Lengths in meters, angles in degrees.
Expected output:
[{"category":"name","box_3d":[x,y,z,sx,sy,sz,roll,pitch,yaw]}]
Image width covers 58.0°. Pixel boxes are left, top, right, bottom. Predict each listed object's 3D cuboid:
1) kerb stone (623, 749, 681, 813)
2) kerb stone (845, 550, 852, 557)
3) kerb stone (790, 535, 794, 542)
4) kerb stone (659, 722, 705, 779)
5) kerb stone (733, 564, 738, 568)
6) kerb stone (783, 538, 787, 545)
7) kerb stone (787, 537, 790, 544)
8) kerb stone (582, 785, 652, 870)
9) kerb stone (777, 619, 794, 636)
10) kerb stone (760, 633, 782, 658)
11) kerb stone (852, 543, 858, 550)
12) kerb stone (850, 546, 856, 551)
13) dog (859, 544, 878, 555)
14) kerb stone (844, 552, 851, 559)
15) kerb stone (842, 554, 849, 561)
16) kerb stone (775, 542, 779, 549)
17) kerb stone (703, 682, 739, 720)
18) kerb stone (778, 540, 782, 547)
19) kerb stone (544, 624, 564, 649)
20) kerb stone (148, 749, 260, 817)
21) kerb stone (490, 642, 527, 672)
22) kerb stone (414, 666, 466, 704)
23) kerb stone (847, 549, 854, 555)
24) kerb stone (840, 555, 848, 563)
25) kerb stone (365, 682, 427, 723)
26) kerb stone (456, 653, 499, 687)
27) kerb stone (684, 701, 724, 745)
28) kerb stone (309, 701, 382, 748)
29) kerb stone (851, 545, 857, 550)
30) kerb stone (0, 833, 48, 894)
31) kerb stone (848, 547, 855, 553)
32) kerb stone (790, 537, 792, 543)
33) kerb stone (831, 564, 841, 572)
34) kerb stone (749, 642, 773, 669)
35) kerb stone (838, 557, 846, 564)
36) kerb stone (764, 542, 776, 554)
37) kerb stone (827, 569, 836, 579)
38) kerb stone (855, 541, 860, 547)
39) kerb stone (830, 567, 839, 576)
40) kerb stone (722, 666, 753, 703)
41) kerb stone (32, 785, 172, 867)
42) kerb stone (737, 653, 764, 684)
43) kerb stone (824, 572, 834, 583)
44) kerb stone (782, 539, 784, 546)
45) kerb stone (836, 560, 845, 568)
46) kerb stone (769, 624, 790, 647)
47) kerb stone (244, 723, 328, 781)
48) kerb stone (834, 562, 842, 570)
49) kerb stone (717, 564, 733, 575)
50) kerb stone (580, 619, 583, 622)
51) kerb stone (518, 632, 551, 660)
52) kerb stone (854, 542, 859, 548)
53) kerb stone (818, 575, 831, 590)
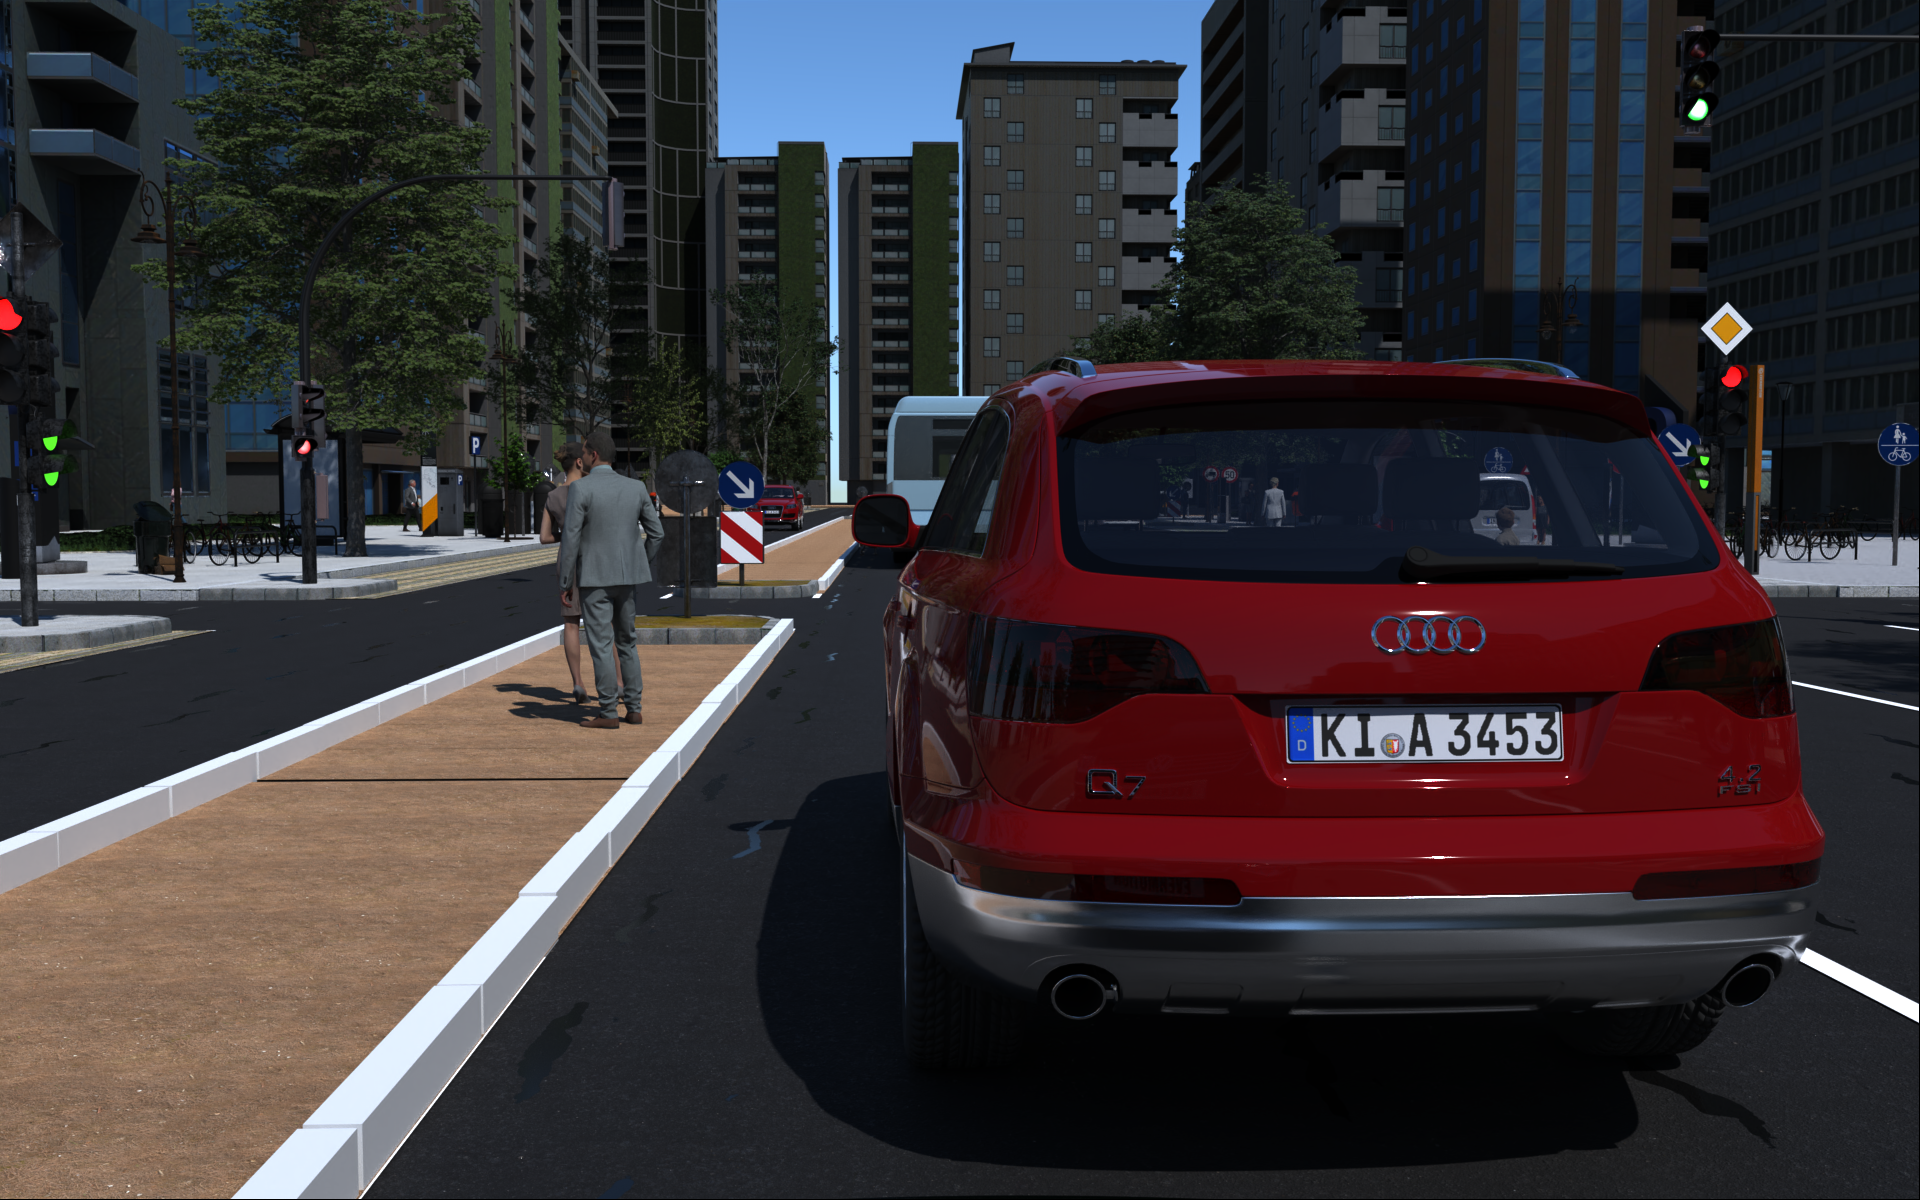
[{"category":"kerb stone","box_3d":[-1.445,0.861,8.118,0.120,0.150,1.000,0,4,-2]},{"category":"kerb stone","box_3d":[-2.455,-0.925,37.371,0.120,0.150,1.000,0,4,-2]},{"category":"kerb stone","box_3d":[-5.019,-1.740,50.648,0.120,0.150,1.000,0,4,-2]},{"category":"kerb stone","box_3d":[-1.474,0.800,9.142,0.120,0.150,1.000,0,4,-2]},{"category":"kerb stone","box_3d":[-4.413,-0.669,33.218,0.120,0.150,1.000,0,4,-2]},{"category":"kerb stone","box_3d":[-4.912,-1.552,47.580,0.120,0.150,1.000,0,4,-2]},{"category":"kerb stone","box_3d":[-4.943,-1.615,48.605,0.120,0.150,1.000,0,4,-2]},{"category":"kerb stone","box_3d":[-1.407,0.928,7.097,0.120,0.150,1.000,0,4,-2]},{"category":"kerb stone","box_3d":[-1.757,0.298,17.324,0.120,0.150,1.000,0,4,-2]},{"category":"kerb stone","box_3d":[-1.690,0.424,15.277,0.120,0.150,1.000,0,4,-2]},{"category":"kerb stone","box_3d":[-2.640,-1.241,42.511,0.120,0.150,1.000,0,4,-2]},{"category":"kerb stone","box_3d":[-2.564,-1.117,40.464,0.120,0.150,1.000,0,4,-2]},{"category":"dog","box_3d":[-2.147,-1.325,40.952,0.540,0.507,0.406,-3,5,-42]},{"category":"kerb stone","box_3d":[-2.423,-0.865,36.346,0.120,0.150,1.000,0,4,-2]},{"category":"kerb stone","box_3d":[-2.392,-0.803,35.324,0.120,0.150,1.000,0,4,-2]},{"category":"kerb stone","box_3d":[-4.808,-1.359,44.497,0.120,0.150,1.000,0,4,-2]},{"category":"kerb stone","box_3d":[-1.551,0.673,11.188,0.120,0.150,1.000,0,4,-2]},{"category":"kerb stone","box_3d":[-4.841,-1.427,45.525,0.120,0.150,1.000,0,4,-2]},{"category":"kerb stone","box_3d":[-3.829,0.363,16.294,0.120,0.150,1.000,0,4,-2]},{"category":"kerb stone","box_3d":[-3.542,0.861,8.115,0.120,0.150,1.000,0,4,-2]},{"category":"kerb stone","box_3d":[-3.753,0.486,14.252,0.120,0.150,1.000,0,4,-2]},{"category":"kerb stone","box_3d":[-3.685,0.611,12.206,0.120,0.150,1.000,0,4,-2]},{"category":"kerb stone","box_3d":[-2.490,-0.991,38.404,0.120,0.150,1.000,0,4,-2]},{"category":"kerb stone","box_3d":[-2.348,-0.741,34.303,0.120,0.150,1.000,0,4,-2]},{"category":"kerb stone","box_3d":[-3.657,0.676,11.184,0.120,0.150,1.000,0,4,-2]},{"category":"kerb stone","box_3d":[-3.717,0.548,13.230,0.120,0.150,1.000,0,4,-2]},{"category":"kerb stone","box_3d":[-1.513,0.742,10.167,0.120,0.150,1.000,0,4,-2]},{"category":"kerb stone","box_3d":[-3.619,0.740,10.159,0.120,0.150,1.000,0,4,-2]},{"category":"kerb stone","box_3d":[-2.597,-1.175,41.490,0.120,0.150,1.000,0,4,-2]},{"category":"kerb stone","box_3d":[-3.466,0.986,6.071,0.120,0.150,1.000,0,4,-2]},{"category":"kerb stone","box_3d":[-2.523,-1.054,39.435,0.120,0.150,1.000,0,4,-2]},{"category":"kerb stone","box_3d":[-4.978,-1.673,49.627,0.120,0.150,1.000,0,4,-2]},{"category":"kerb stone","box_3d":[-2.204,-0.487,30.213,0.120,0.150,1.000,0,4,-2]},{"category":"kerb stone","box_3d":[-1.654,0.486,14.256,0.120,0.150,1.000,0,4,-2]},{"category":"kerb stone","box_3d":[-2.312,-0.678,33.279,0.120,0.150,1.000,0,4,-2]},{"category":"kerb stone","box_3d":[-4.771,-1.302,43.475,0.120,0.150,1.000,0,4,-2]},{"category":"kerb stone","box_3d":[-2.129,-0.365,28.158,0.120,0.150,1.000,0,4,-2]},{"category":"kerb stone","box_3d":[-2.701,-1.364,44.566,0.120,0.150,1.000,0,4,-2]},{"category":"kerb stone","box_3d":[-2.167,-0.424,29.183,0.120,0.150,1.000,0,4,-2]},{"category":"kerb stone","box_3d":[-1.579,0.611,12.210,0.120,0.150,1.000,0,4,-2]},{"category":"kerb stone","box_3d":[-3.509,0.925,7.092,0.120,0.150,1.000,0,4,-2]},{"category":"kerb stone","box_3d":[-1.616,0.548,13.235,0.120,0.150,1.000,0,4,-2]},{"category":"kerb stone","box_3d":[-2.090,-0.302,27.136,0.120,0.150,1.000,0,4,-2]},{"category":"kerb stone","box_3d":[-4.886,-1.482,46.550,0.120,0.150,1.000,0,4,-2]},{"category":"kerb stone","box_3d":[-2.273,-0.612,32.258,0.120,0.150,1.000,0,4,-2]},{"category":"kerb stone","box_3d":[-1.720,0.361,16.299,0.120,0.150,1.000,0,4,-2]},{"category":"kerb stone","box_3d":[-3.574,0.802,9.137,0.120,0.150,1.000,0,4,-2]},{"category":"kerb stone","box_3d":[-2.242,-0.553,31.236,0.120,0.150,1.000,0,4,-2]},{"category":"kerb stone","box_3d":[-4.370,-0.612,32.196,0.120,0.150,1.000,0,4,-2]},{"category":"kerb stone","box_3d":[-3.855,0.300,17.318,0.120,0.150,1.000,0,4,-2]},{"category":"kerb stone","box_3d":[-3.789,0.423,15.273,0.120,0.150,1.000,0,4,-2]},{"category":"kerb stone","box_3d":[-2.670,-1.300,43.533,0.120,0.150,1.000,0,4,-2]},{"category":"kerb stone","box_3d":[-2.070,-0.240,26.112,0.120,0.150,1.000,0,4,-2]}]
